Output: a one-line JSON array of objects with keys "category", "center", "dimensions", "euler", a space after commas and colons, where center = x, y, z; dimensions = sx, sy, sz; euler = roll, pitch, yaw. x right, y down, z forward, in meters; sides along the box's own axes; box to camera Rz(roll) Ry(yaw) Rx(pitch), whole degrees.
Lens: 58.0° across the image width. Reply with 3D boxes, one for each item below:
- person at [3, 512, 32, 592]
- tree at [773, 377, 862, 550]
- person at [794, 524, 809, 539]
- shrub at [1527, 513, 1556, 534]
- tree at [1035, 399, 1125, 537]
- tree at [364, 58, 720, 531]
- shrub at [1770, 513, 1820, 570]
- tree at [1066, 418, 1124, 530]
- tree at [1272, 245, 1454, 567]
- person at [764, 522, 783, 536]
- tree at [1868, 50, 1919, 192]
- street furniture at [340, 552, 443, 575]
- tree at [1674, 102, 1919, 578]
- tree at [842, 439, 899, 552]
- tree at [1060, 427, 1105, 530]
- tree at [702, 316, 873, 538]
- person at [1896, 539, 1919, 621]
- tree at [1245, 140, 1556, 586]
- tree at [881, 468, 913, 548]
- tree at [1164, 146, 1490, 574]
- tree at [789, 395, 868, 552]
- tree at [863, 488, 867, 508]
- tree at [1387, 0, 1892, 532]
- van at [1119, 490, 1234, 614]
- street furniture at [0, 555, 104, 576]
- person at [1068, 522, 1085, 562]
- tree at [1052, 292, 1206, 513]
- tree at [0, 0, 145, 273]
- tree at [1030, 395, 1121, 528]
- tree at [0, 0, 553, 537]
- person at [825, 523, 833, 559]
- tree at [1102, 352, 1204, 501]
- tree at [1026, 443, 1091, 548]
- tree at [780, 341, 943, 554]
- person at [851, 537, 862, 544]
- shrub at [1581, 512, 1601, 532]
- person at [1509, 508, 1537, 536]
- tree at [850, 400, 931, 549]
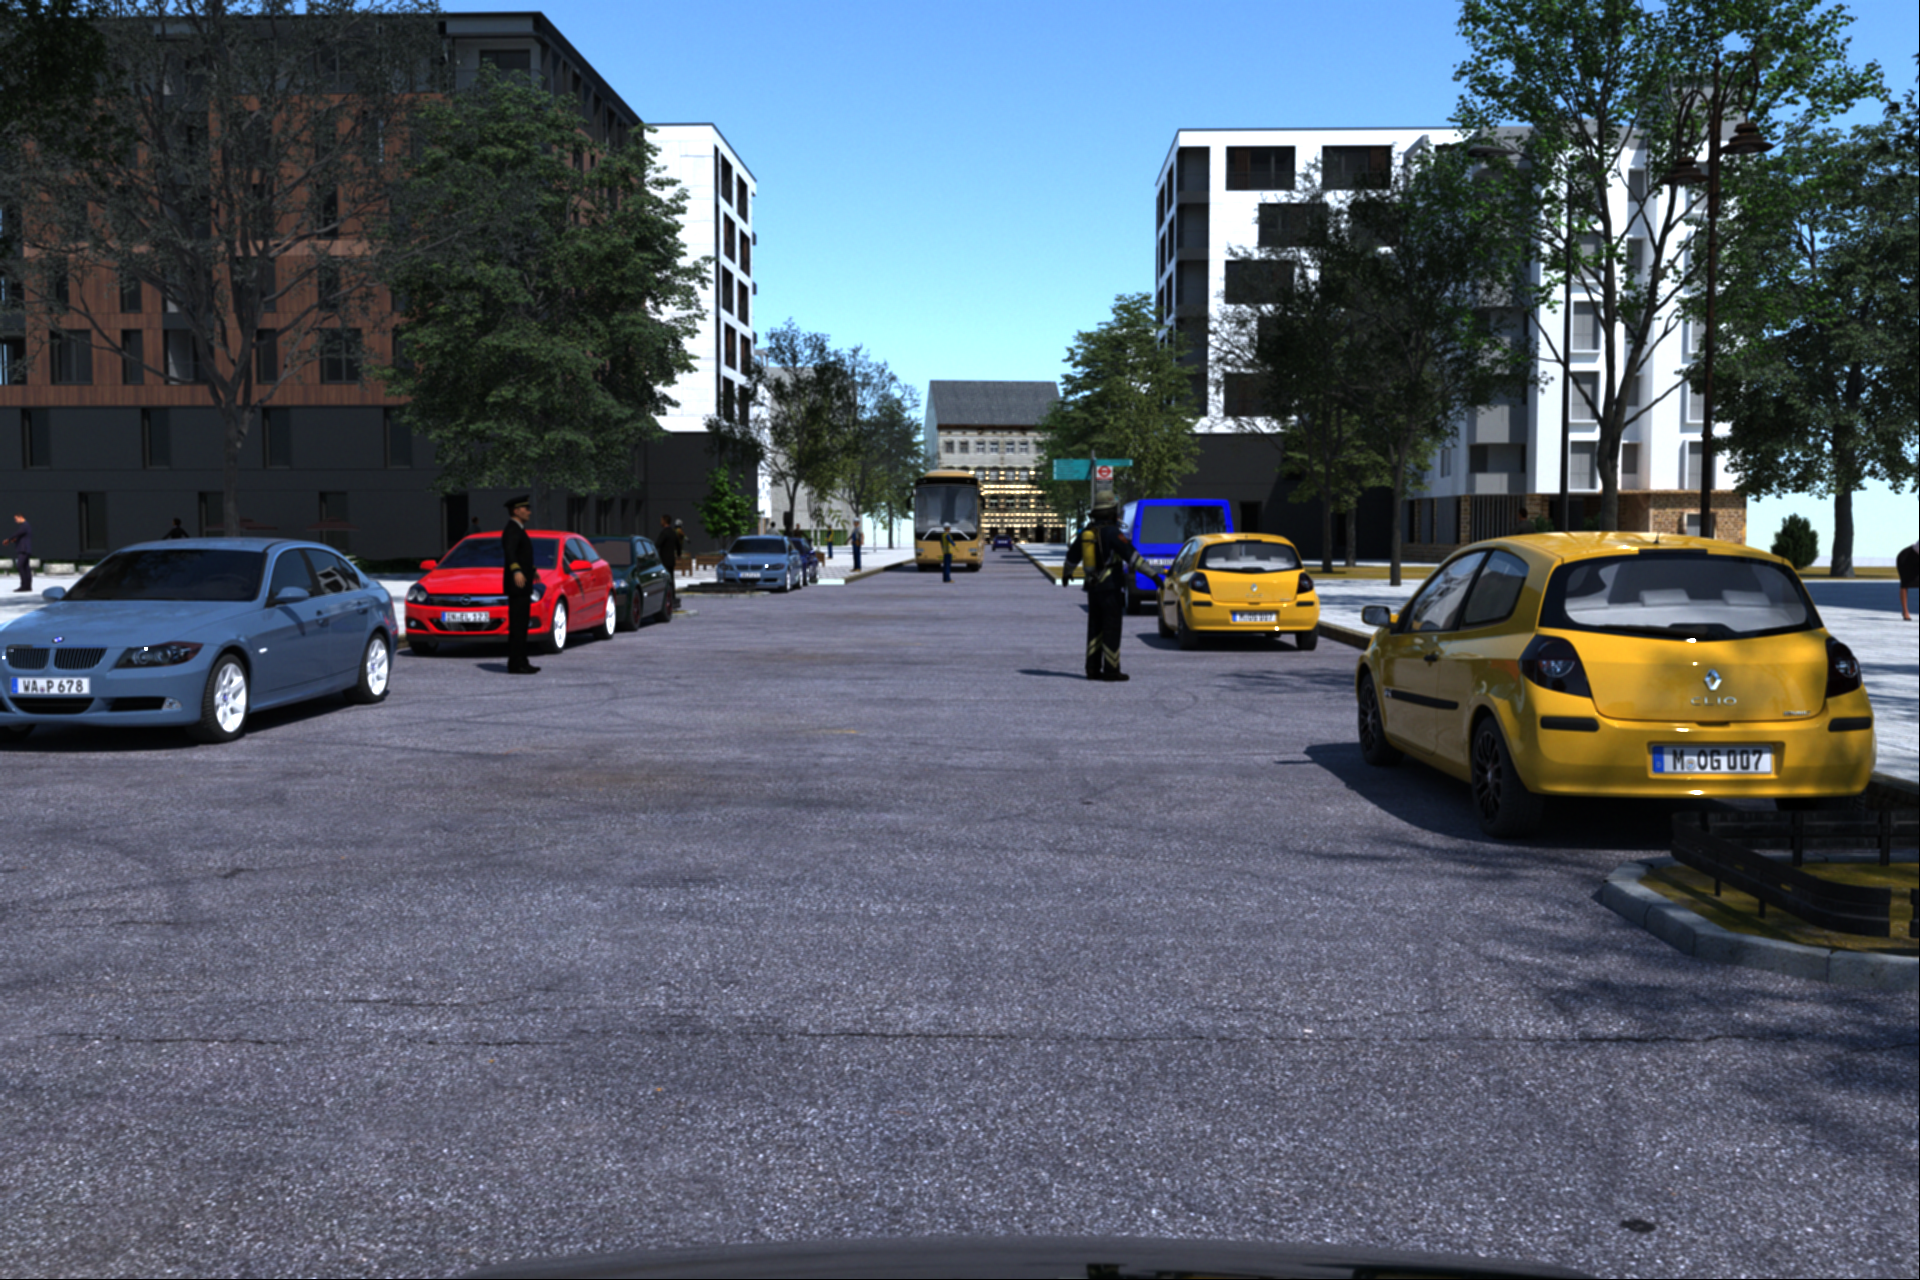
[{"category": "person", "center": [-20.986, -1.963, 38.584], "dimensions": [0.568, 1.767, 0.683], "euler": [-2, 4, -26]}, {"category": "tree", "center": [-6.752, -8.034, 81.723], "dimensions": [4.737, 8.622, 4.395], "euler": [0, 3, 0]}, {"category": "person", "center": [-8.161, -4.975, 87.482], "dimensions": [1.346, 1.812, 0.704], "euler": [-3, 4, -36]}, {"category": "shrub", "center": [21.917, -3.771, 65.702], "dimensions": [1.661, 2.075, 1.752], "euler": [0, 3, 0]}, {"category": "tree", "center": [10.035, -13.805, 143.845], "dimensions": [7.486, 12.596, 7.792], "euler": [0, 3, 0]}, {"category": "tree", "center": [-11.373, -8.577, 46.897], "dimensions": [9.857, 13.997, 8.962], "euler": [0, 3, 0]}, {"category": "shrub", "center": [29.784, -3.531, 61.781], "dimensions": [1.661, 2.075, 1.752], "euler": [0, 3, 0]}, {"category": "tree", "center": [8.432, -9.591, 107.174], "dimensions": [4.737, 8.622, 4.395], "euler": [0, 3, 0]}, {"category": "tree", "center": [15.527, -9.104, 66.971], "dimensions": [7.486, 12.596, 7.792], "euler": [0, 3, 0]}, {"category": "person", "center": [-8.030, -4.184, 74.589], "dimensions": [1.347, 1.806, 0.705], "euler": [1, 4, 22]}, {"category": "tree", "center": [9.429, -4.662, 10.641], "dimensions": [8.767, 10.594, 7.601], "euler": [-1, 4, -14]}, {"category": "street furniture", "center": [-18.116, -2.624, 58.526], "dimensions": [5.734, 0.657, 10.072], "euler": [-2, 4, -32]}, {"category": "tree", "center": [26.011, -8.821, 50.877], "dimensions": [9.857, 13.997, 8.962], "euler": [0, 3, 0]}, {"category": "tree", "center": [-6.243, -10.635, 124.239], "dimensions": [4.737, 8.622, 4.395], "euler": [0, 3, 0]}, {"category": "tree", "center": [8.975, -10.319, 119.074], "dimensions": [4.737, 8.622, 4.395], "euler": [0, 3, 0]}, {"category": "tree", "center": [-7.512, -8.613, 75.233], "dimensions": [8.767, 10.594, 7.601], "euler": [1, 4, 15]}, {"category": "person", "center": [14.211, -0.994, 25.483], "dimensions": [0.799, 1.438, 0.628], "euler": [3, 4, 36]}, {"category": "tree", "center": [10.471, -6.590, 42.155], "dimensions": [7.601, 10.594, 8.767], "euler": [-3, 5, -44]}, {"category": "tree", "center": [-5.452, -12.460, 154.089], "dimensions": [4.360, 8.622, 3.978], "euler": [0, 3, 0]}, {"category": "tree", "center": [11.836, -8.906, 55.978], "dimensions": [12.009, 13.543, 11.850], "euler": [0, 3, 0]}, {"category": "tree", "center": [-7.059, -8.398, 87.676], "dimensions": [4.737, 8.622, 4.395], "euler": [0, 3, 0]}, {"category": "tree", "center": [-15.715, -19.713, 240.428], "dimensions": [7.486, 12.596, 7.792], "euler": [0, 3, 0]}, {"category": "tree", "center": [10.405, -6.216, 27.385], "dimensions": [9.928, 11.665, 9.643], "euler": [0, 3, 0]}, {"category": "van", "center": [3.930, -1.720, 32.501], "dimensions": [2.240, 2.365, 5.245], "euler": [0, 4, 1]}, {"category": "street furniture", "center": [-28.748, -2.521, 56.838], "dimensions": [5.734, 0.657, 10.072], "euler": [3, 4, 35]}, {"category": "person", "center": [5.599, -4.476, 79.303], "dimensions": [1.347, 1.817, 0.704], "euler": [-1, 4, -15]}, {"category": "tree", "center": [7.887, -9.995, 81.552], "dimensions": [7.486, 12.596, 7.792], "euler": [0, 3, 0]}, {"category": "tree", "center": [-11.783, -4.976, 15.773], "dimensions": [8.767, 10.594, 7.601], "euler": [-1, 4, -13]}, {"category": "tree", "center": [9.044, -12.443, 129.191], "dimensions": [9.928, 11.665, 9.643], "euler": [0, 3, 0]}, {"category": "tree", "center": [-11.930, -7.202, 28.123], "dimensions": [12.009, 13.543, 11.850], "euler": [0, 3, 0]}, {"category": "person", "center": [-6.725, -5.088, 89.151], "dimensions": [0.705, 1.833, 1.349], "euler": [0, 4, 7]}, {"category": "tree", "center": [7.684, -7.379, 71.010], "dimensions": [4.737, 8.622, 4.395], "euler": [0, 3, 0]}, {"category": "tree", "center": [9.597, -13.454, 154.385], "dimensions": [8.767, 10.594, 7.601], "euler": [1, 4, 22]}, {"category": "tree", "center": [-6.680, -12.297, 111.428], "dimensions": [12.009, 13.543, 11.850], "euler": [0, 3, 0]}, {"category": "person", "center": [-5.212, -4.816, 88.002], "dimensions": [0.599, 1.433, 0.991], "euler": [-3, 4, -38]}, {"category": "shrub", "center": [22.654, -3.518, 61.567], "dimensions": [1.661, 2.075, 1.752], "euler": [0, 3, 0]}, {"category": "person", "center": [11.633, -1.826, 35.918], "dimensions": [1.348, 1.821, 0.705], "euler": [-2, 4, -34]}, {"category": "tree", "center": [-6.017, -13.928, 145.857], "dimensions": [7.486, 12.596, 7.792], "euler": [0, 3, 0]}]
